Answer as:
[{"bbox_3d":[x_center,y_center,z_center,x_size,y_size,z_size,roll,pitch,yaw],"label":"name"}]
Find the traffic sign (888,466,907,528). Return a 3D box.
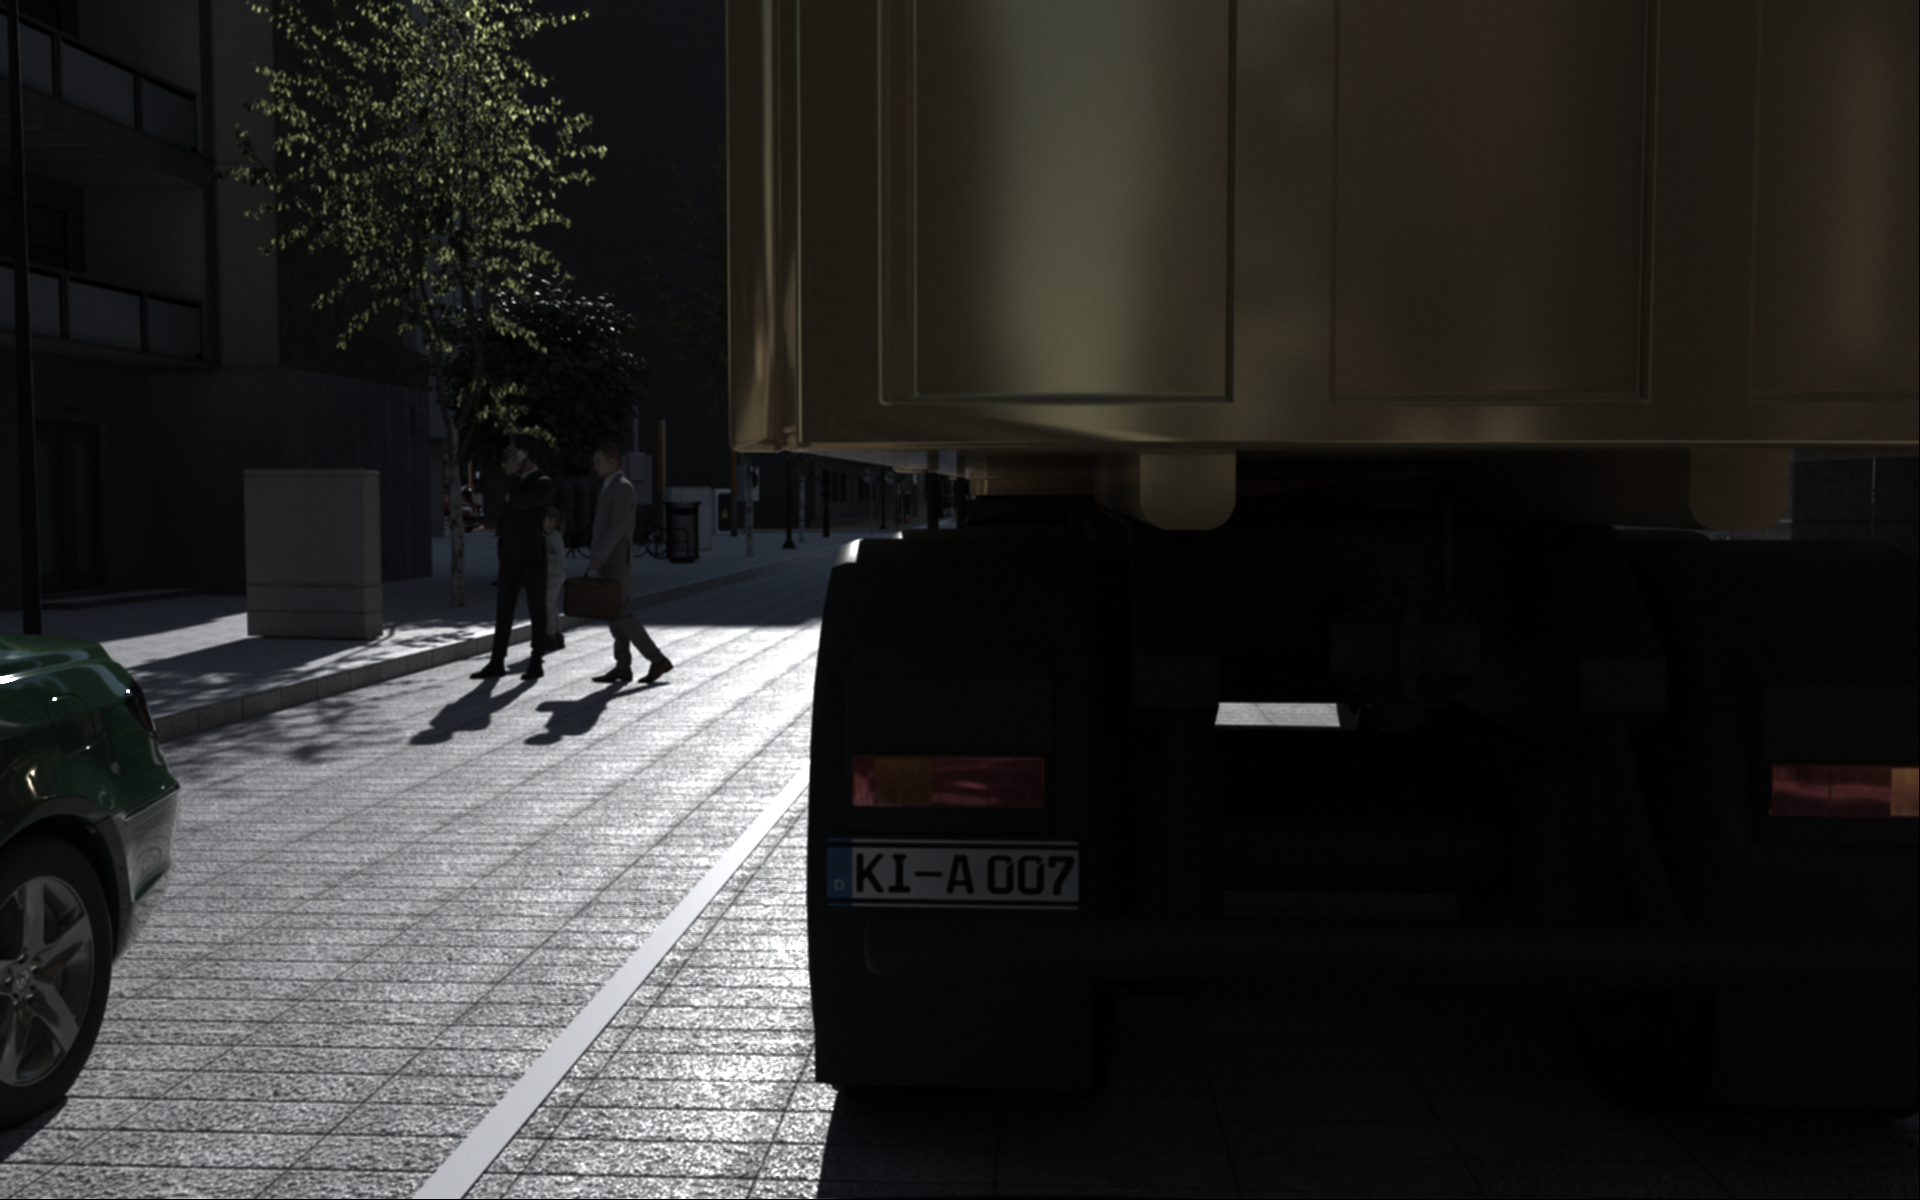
[{"bbox_3d":[-2.363,-3.995,65.431,0.768,2.556,0.104,1,4,12],"label":"traffic sign"}]

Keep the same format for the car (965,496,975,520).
[{"bbox_3d":[1.204,-5.303,99.070,2.083,1.381,4.827,0,4,2],"label":"car"}]

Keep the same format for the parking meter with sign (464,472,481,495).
[{"bbox_3d":[-37.796,-8.387,133.383,0.543,3.016,1.738,3,5,42],"label":"parking meter with sign"}]

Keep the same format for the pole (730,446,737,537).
[{"bbox_3d":[-6.825,-3.570,52.221,0.158,3.312,0.155,0,3,0],"label":"pole"}]

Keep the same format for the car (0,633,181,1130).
[{"bbox_3d":[-3.083,0.559,2.656,2.131,1.459,4.920,0,4,3],"label":"car"}]

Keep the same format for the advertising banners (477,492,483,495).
[{"bbox_3d":[-37.084,-8.485,134.918,2.074,3.025,0.090,3,5,44],"label":"advertising banners"}]

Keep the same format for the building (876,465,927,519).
[{"bbox_3d":[-7.231,-14.230,97.295,10.561,19.102,19.286,0,4,3],"label":"building"}]

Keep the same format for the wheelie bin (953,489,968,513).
[{"bbox_3d":[0.044,-6.575,115.406,0.980,1.594,0.693,0,4,-1],"label":"wheelie bin"}]

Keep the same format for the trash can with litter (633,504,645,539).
[{"bbox_3d":[-8.981,-2.221,47.698,0.624,1.170,1.055,-3,5,-43],"label":"trash can with litter"}]

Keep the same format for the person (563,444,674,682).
[{"bbox_3d":[-2.639,-0.280,13.202,0.853,1.813,0.709,-2,4,-24],"label":"person"}]

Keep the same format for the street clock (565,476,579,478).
[{"bbox_3d":[-12.543,-3.148,56.034,0.358,2.002,0.471,1,4,18],"label":"street clock"}]

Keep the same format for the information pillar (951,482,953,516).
[{"bbox_3d":[-0.586,-5.977,102.221,0.304,2.012,0.304,2,4,27],"label":"information pillar"}]

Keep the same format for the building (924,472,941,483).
[{"bbox_3d":[-9.665,-15.241,116.635,16.820,18.784,16.811,0,4,3],"label":"building"}]

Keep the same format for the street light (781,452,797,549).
[{"bbox_3d":[-3.474,-4.154,40.452,1.470,5.913,1.316,0,4,3],"label":"street light"}]

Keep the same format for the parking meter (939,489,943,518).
[{"bbox_3d":[-1.094,-5.078,91.440,0.372,1.533,0.369,0,3,0],"label":"parking meter"}]

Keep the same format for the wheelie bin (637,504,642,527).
[{"bbox_3d":[-9.891,-2.689,51.880,0.693,1.594,0.980,1,4,12],"label":"wheelie bin"}]

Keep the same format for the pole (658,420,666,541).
[{"bbox_3d":[-8.196,-3.291,47.650,0.158,3.312,0.155,0,3,0],"label":"pole"}]

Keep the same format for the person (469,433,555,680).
[{"bbox_3d":[-3.442,-0.341,13.443,0.648,1.900,0.474,2,4,34],"label":"person"}]

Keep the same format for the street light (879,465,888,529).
[{"bbox_3d":[-2.247,-5.523,62.842,1.470,5.913,1.316,0,4,3],"label":"street light"}]

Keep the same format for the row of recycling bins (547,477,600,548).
[{"bbox_3d":[-9.589,-2.118,41.746,1.069,1.692,3.534,1,4,11],"label":"row of recycling bins"}]

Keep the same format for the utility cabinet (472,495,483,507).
[{"bbox_3d":[-33.020,-6.605,119.145,1.020,1.237,0.306,0,4,4],"label":"utility cabinet"}]

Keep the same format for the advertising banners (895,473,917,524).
[{"bbox_3d":[-2.326,-4.853,75.541,0.090,3.025,2.074,2,4,29],"label":"advertising banners"}]

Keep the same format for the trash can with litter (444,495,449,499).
[{"bbox_3d":[-26.170,-4.664,87.318,2.233,1.210,1.678,2,4,28],"label":"trash can with litter"}]

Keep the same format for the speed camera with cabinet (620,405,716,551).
[{"bbox_3d":[-6.672,-2.739,39.124,2.038,3.252,0.660,-1,4,-23],"label":"speed camera with cabinet"}]

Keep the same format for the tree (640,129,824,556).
[{"bbox_3d":[-4.333,-5.188,35.180,4.737,8.622,4.395,0,3,0],"label":"tree"}]

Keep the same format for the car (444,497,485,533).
[{"bbox_3d":[-18.991,-3.102,59.398,5.304,1.827,2.281,0,4,2],"label":"car"}]

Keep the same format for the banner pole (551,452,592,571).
[{"bbox_3d":[-6.561,-2.376,28.857,0.863,3.779,0.401,0,4,5],"label":"banner pole"}]

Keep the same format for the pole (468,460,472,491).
[{"bbox_3d":[-29.008,-6.653,102.621,0.158,3.312,0.155,0,3,0],"label":"pole"}]

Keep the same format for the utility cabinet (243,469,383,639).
[{"bbox_3d":[-5.736,-0.410,15.382,1.173,1.500,0.318,1,4,14],"label":"utility cabinet"}]

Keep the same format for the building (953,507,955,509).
[{"bbox_3d":[-9.993,-30.471,152.817,22.147,44.769,28.867,0,4,3],"label":"building"}]

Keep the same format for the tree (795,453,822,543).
[{"bbox_3d":[-3.917,-5.805,45.282,4.360,8.622,3.978,0,3,0],"label":"tree"}]

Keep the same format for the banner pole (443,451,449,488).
[{"bbox_3d":[-26.352,-6.071,89.279,0.401,3.779,0.863,2,4,26],"label":"banner pole"}]

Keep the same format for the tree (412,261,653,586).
[{"bbox_3d":[-6.010,-2.496,24.531,4.285,4.588,4.351,0,3,0],"label":"tree"}]

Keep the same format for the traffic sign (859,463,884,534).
[{"bbox_3d":[-2.810,-3.145,55.058,0.795,2.450,0.064,0,4,3],"label":"traffic sign"}]

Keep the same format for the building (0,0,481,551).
[{"bbox_3d":[-21.524,-22.264,47.606,14.086,41.232,14.154,0,4,3],"label":"building"}]

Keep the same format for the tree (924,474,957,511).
[{"bbox_3d":[-0.076,-13.169,132.317,9.611,12.733,9.660,0,3,0],"label":"tree"}]

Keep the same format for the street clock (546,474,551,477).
[{"bbox_3d":[-14.871,-3.563,62.826,0.358,2.002,0.471,2,4,33],"label":"street clock"}]

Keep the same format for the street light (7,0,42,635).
[{"bbox_3d":[-5.066,-2.308,10.282,1.470,5.913,1.316,0,4,3],"label":"street light"}]

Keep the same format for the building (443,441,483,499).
[{"bbox_3d":[-53.128,-35.558,205.075,21.600,48.544,21.300,0,4,3],"label":"building"}]

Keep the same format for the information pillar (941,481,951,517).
[{"bbox_3d":[-0.861,-5.647,96.812,0.304,2.012,0.304,-2,4,-25],"label":"information pillar"}]

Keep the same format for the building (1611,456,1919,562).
[{"bbox_3d":[11.725,-12.337,19.727,12.078,24.808,19.932,0,4,3],"label":"building"}]

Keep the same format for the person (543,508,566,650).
[{"bbox_3d":[-3.790,-0.197,15.995,0.394,1.301,0.425,-3,5,-42],"label":"person"}]

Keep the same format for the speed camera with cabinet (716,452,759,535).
[{"bbox_3d":[-7.227,-3.689,54.650,0.660,3.252,2.038,3,4,36],"label":"speed camera with cabinet"}]

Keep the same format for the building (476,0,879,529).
[{"bbox_3d":[-10.220,-17.250,75.547,14.314,27.812,24.014,0,4,3],"label":"building"}]

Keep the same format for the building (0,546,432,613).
[{"bbox_3d":[-15.609,-20.534,19.331,14.154,41.232,14.086,0,4,3],"label":"building"}]

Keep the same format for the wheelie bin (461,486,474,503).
[{"bbox_3d":[-20.530,-3.905,71.762,0.693,1.594,0.980,-2,4,-29],"label":"wheelie bin"}]

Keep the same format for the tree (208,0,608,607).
[{"bbox_3d":[-5.814,-4.218,19.323,4.360,8.622,3.978,0,3,0],"label":"tree"}]

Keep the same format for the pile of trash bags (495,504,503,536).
[{"bbox_3d":[-12.658,-2.678,53.542,1.912,1.369,3.447,2,4,26],"label":"pile of trash bags"}]

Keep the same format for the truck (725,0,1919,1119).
[{"bbox_3d":[1.167,-0.719,7.674,3.469,3.379,9.791,0,4,4],"label":"truck"}]

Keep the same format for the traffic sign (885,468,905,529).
[{"bbox_3d":[-2.389,-3.632,63.032,0.795,2.450,0.064,0,4,3],"label":"traffic sign"}]

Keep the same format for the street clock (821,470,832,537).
[{"bbox_3d":[-3.977,-2.868,51.461,0.358,2.002,0.471,0,4,-4],"label":"street clock"}]

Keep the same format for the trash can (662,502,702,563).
[{"bbox_3d":[-5.190,-1.267,32.361,0.748,1.137,0.748,0,3,0],"label":"trash can"}]

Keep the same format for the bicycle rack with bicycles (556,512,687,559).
[{"bbox_3d":[-6.790,-1.297,34.581,2.925,0.926,2.852,-2,4,-29],"label":"bicycle rack with bicycles"}]
